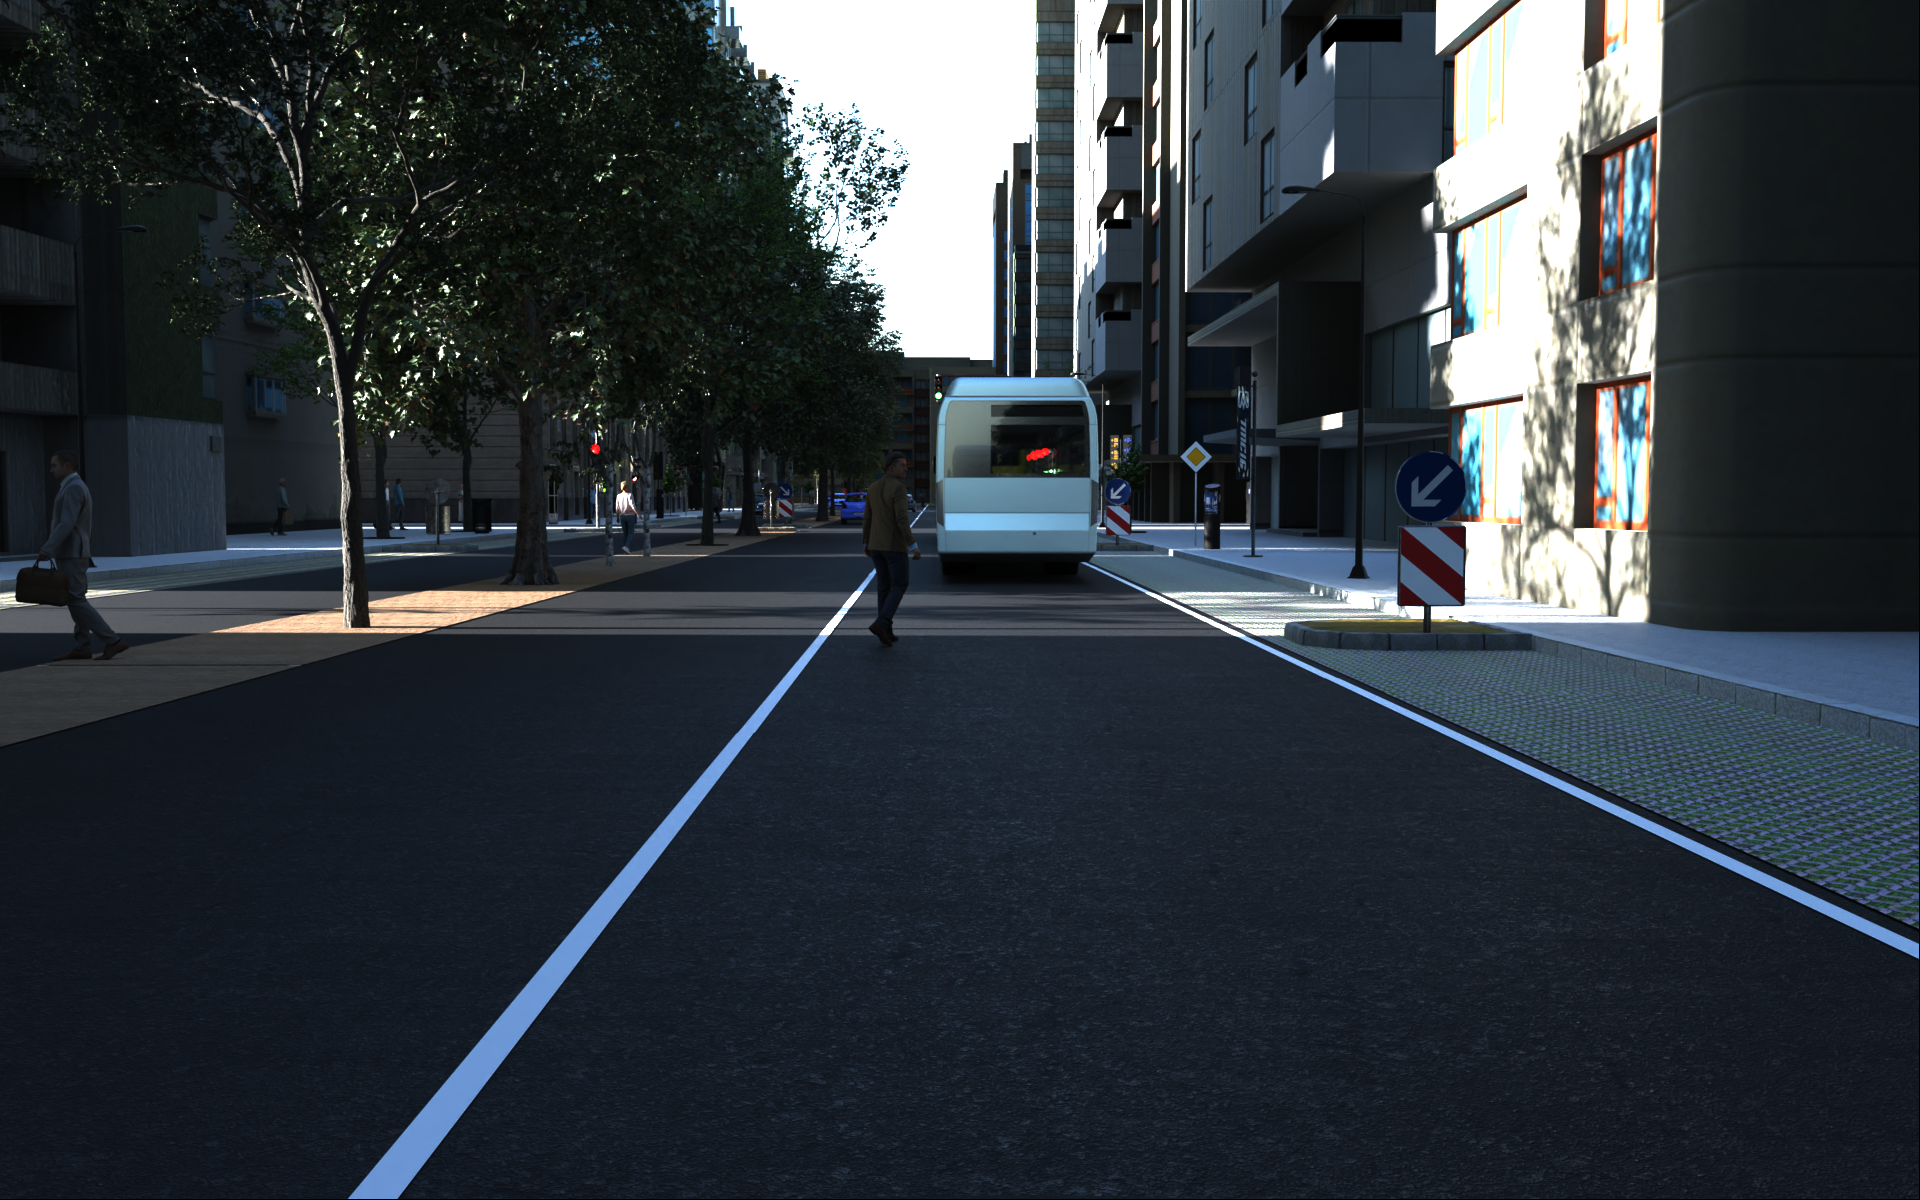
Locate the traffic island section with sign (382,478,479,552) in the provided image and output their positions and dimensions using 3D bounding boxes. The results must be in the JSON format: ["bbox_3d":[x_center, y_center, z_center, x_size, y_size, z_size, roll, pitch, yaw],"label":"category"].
[{"bbox_3d":[-13.175,-2.123,43.340,1.989,1.847,2.006,0,4,-1],"label":"traffic island section with sign"}]

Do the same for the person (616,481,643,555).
[{"bbox_3d":[-7.824,-1.936,40.819,0.731,1.740,0.598,1,4,10],"label":"person"}]

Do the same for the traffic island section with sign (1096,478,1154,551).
[{"bbox_3d":[3.835,-2.170,44.114,1.989,1.847,2.006,0,4,-1],"label":"traffic island section with sign"}]

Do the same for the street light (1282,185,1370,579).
[{"bbox_3d":[5.536,-3.283,26.220,1.470,5.913,1.316,0,4,-1],"label":"street light"}]

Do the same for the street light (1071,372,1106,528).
[{"bbox_3d":[4.914,-5.724,66.132,1.470,5.913,1.316,0,4,-1],"label":"street light"}]

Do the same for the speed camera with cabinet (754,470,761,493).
[{"bbox_3d":[-16.541,-9.043,142.187,0.660,3.252,2.038,0,4,3],"label":"speed camera with cabinet"}]

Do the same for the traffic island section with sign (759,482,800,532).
[{"bbox_3d":[-7.294,-3.559,66.333,2.006,1.907,1.989,0,4,-1],"label":"traffic island section with sign"}]

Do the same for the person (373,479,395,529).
[{"bbox_3d":[-21.249,-3.526,63.802,0.850,1.850,0.679,1,4,12],"label":"person"}]

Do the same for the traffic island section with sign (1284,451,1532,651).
[{"bbox_3d":[4.211,-0.493,16.696,1.989,1.847,2.006,0,4,-1],"label":"traffic island section with sign"}]

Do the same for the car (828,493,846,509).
[{"bbox_3d":[-11.258,-9.280,161.324,1.945,1.707,3.694,0,4,-1],"label":"car"}]

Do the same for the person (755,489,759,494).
[{"bbox_3d":[-14.336,-6.990,122.975,0.728,1.800,0.709,2,4,33],"label":"person"}]

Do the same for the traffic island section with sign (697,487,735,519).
[{"bbox_3d":[-13.921,-5.527,99.001,1.989,1.847,2.006,0,4,-1],"label":"traffic island section with sign"}]

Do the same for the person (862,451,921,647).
[{"bbox_3d":[-0.660,-0.495,16.511,0.656,1.842,0.836,1,4,16],"label":"person"}]

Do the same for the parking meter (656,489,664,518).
[{"bbox_3d":[-15.800,-5.064,91.208,0.372,1.533,0.369,0,3,0],"label":"parking meter"}]

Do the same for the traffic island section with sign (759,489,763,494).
[{"bbox_3d":[-14.303,-7.176,125.954,1.989,1.847,2.006,0,4,-1],"label":"traffic island section with sign"}]

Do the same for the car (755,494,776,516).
[{"bbox_3d":[-11.890,-5.766,104.056,2.009,1.686,4.222,0,4,1],"label":"car"}]

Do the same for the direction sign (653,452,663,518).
[{"bbox_3d":[-16.209,-6.180,93.044,0.379,3.537,0.876,-3,5,-43],"label":"direction sign"}]

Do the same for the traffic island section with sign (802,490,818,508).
[{"bbox_3d":[-14.971,-10.222,175.749,1.989,1.847,2.006,0,4,-1],"label":"traffic island section with sign"}]

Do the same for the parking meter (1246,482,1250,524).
[{"bbox_3d":[12.346,-4.144,73.471,0.399,1.863,0.255,2,4,30],"label":"parking meter"}]

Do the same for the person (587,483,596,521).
[{"bbox_3d":[-17.404,-4.622,81.876,0.793,1.790,0.793,0,4,-2],"label":"person"}]

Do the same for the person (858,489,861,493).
[{"bbox_3d":[-7.039,-6.838,120.528,0.641,1.798,0.478,2,4,30],"label":"person"}]

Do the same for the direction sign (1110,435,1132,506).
[{"bbox_3d":[6.186,-4.562,66.585,0.876,3.537,0.379,2,4,27],"label":"direction sign"}]

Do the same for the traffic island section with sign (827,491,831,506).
[{"bbox_3d":[-15.349,-11.882,202.903,1.989,1.847,2.006,0,4,-1],"label":"traffic island section with sign"}]

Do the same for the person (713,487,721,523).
[{"bbox_3d":[-12.245,-4.701,85.763,0.834,1.777,0.661,1,4,13],"label":"person"}]

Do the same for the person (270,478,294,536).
[{"bbox_3d":[-20.939,-2.869,53.435,0.782,1.767,0.515,3,5,45],"label":"person"}]

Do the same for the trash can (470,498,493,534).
[{"bbox_3d":[-15.584,-2.740,56.447,0.748,1.137,0.748,0,3,0],"label":"trash can"}]

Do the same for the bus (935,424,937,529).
[{"bbox_3d":[0.526,-3.831,54.176,2.896,3.916,12.252,0,4,0],"label":"bus"}]

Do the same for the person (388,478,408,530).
[{"bbox_3d":[-19.930,-3.387,61.276,0.748,1.841,0.638,-1,4,-19],"label":"person"}]

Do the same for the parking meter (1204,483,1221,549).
[{"bbox_3d":[5.872,-1.951,40.310,0.372,1.533,0.369,0,3,0],"label":"parking meter"}]

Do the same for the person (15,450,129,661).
[{"bbox_3d":[-7.629,-0.382,14.865,0.853,1.813,0.709,-2,4,-26],"label":"person"}]

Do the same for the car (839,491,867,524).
[{"bbox_3d":[-4.848,-4.498,83.135,1.945,1.707,3.694,0,4,-2],"label":"car"}]

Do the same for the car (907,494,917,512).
[{"bbox_3d":[-4.453,-7.802,139.571,2.014,1.417,4.499,0,4,0],"label":"car"}]

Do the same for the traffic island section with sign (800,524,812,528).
[{"bbox_3d":[-7.385,-4.012,73.739,2.006,1.907,1.989,0,4,-1],"label":"traffic island section with sign"}]

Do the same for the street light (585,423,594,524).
[{"bbox_3d":[-15.366,-6.213,74.130,1.470,5.913,1.316,0,4,-1],"label":"street light"}]

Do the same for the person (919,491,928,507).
[{"bbox_3d":[-4.173,-11.483,196.322,1.350,1.814,0.705,-3,5,-44],"label":"person"}]

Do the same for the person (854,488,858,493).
[{"bbox_3d":[-5.913,-5.341,96.181,0.716,1.782,0.532,3,4,38],"label":"person"}]

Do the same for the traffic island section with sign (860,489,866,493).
[{"bbox_3d":[-8.416,-8.608,148.871,2.006,1.907,1.989,0,4,-1],"label":"traffic island section with sign"}]

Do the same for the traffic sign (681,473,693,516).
[{"bbox_3d":[-16.045,-6.197,101.326,0.884,2.594,0.081,0,4,4],"label":"traffic sign"}]

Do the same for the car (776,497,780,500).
[{"bbox_3d":[-14.607,-7.482,131.920,1.945,1.707,3.694,0,3,0],"label":"car"}]

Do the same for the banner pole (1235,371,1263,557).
[{"bbox_3d":[5.822,-2.756,35.074,0.401,3.779,0.863,3,5,44],"label":"banner pole"}]

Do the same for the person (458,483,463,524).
[{"bbox_3d":[-21.078,-4.093,73.512,0.519,1.759,0.362,0,4,-2],"label":"person"}]

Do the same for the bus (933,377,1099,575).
[{"bbox_3d":[0.874,-2.389,33.920,2.948,3.499,13.247,0,4,0],"label":"bus"}]

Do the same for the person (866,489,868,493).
[{"bbox_3d":[-7.100,-7.634,133.293,0.573,1.828,0.580,0,4,4],"label":"person"}]

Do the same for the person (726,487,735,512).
[{"bbox_3d":[-16.497,-7.193,123.995,0.623,1.781,0.721,3,4,38],"label":"person"}]

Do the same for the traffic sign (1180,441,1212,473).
[{"bbox_3d":[5.837,-2.629,42.724,0.795,2.593,0.064,0,4,6],"label":"traffic sign"}]
